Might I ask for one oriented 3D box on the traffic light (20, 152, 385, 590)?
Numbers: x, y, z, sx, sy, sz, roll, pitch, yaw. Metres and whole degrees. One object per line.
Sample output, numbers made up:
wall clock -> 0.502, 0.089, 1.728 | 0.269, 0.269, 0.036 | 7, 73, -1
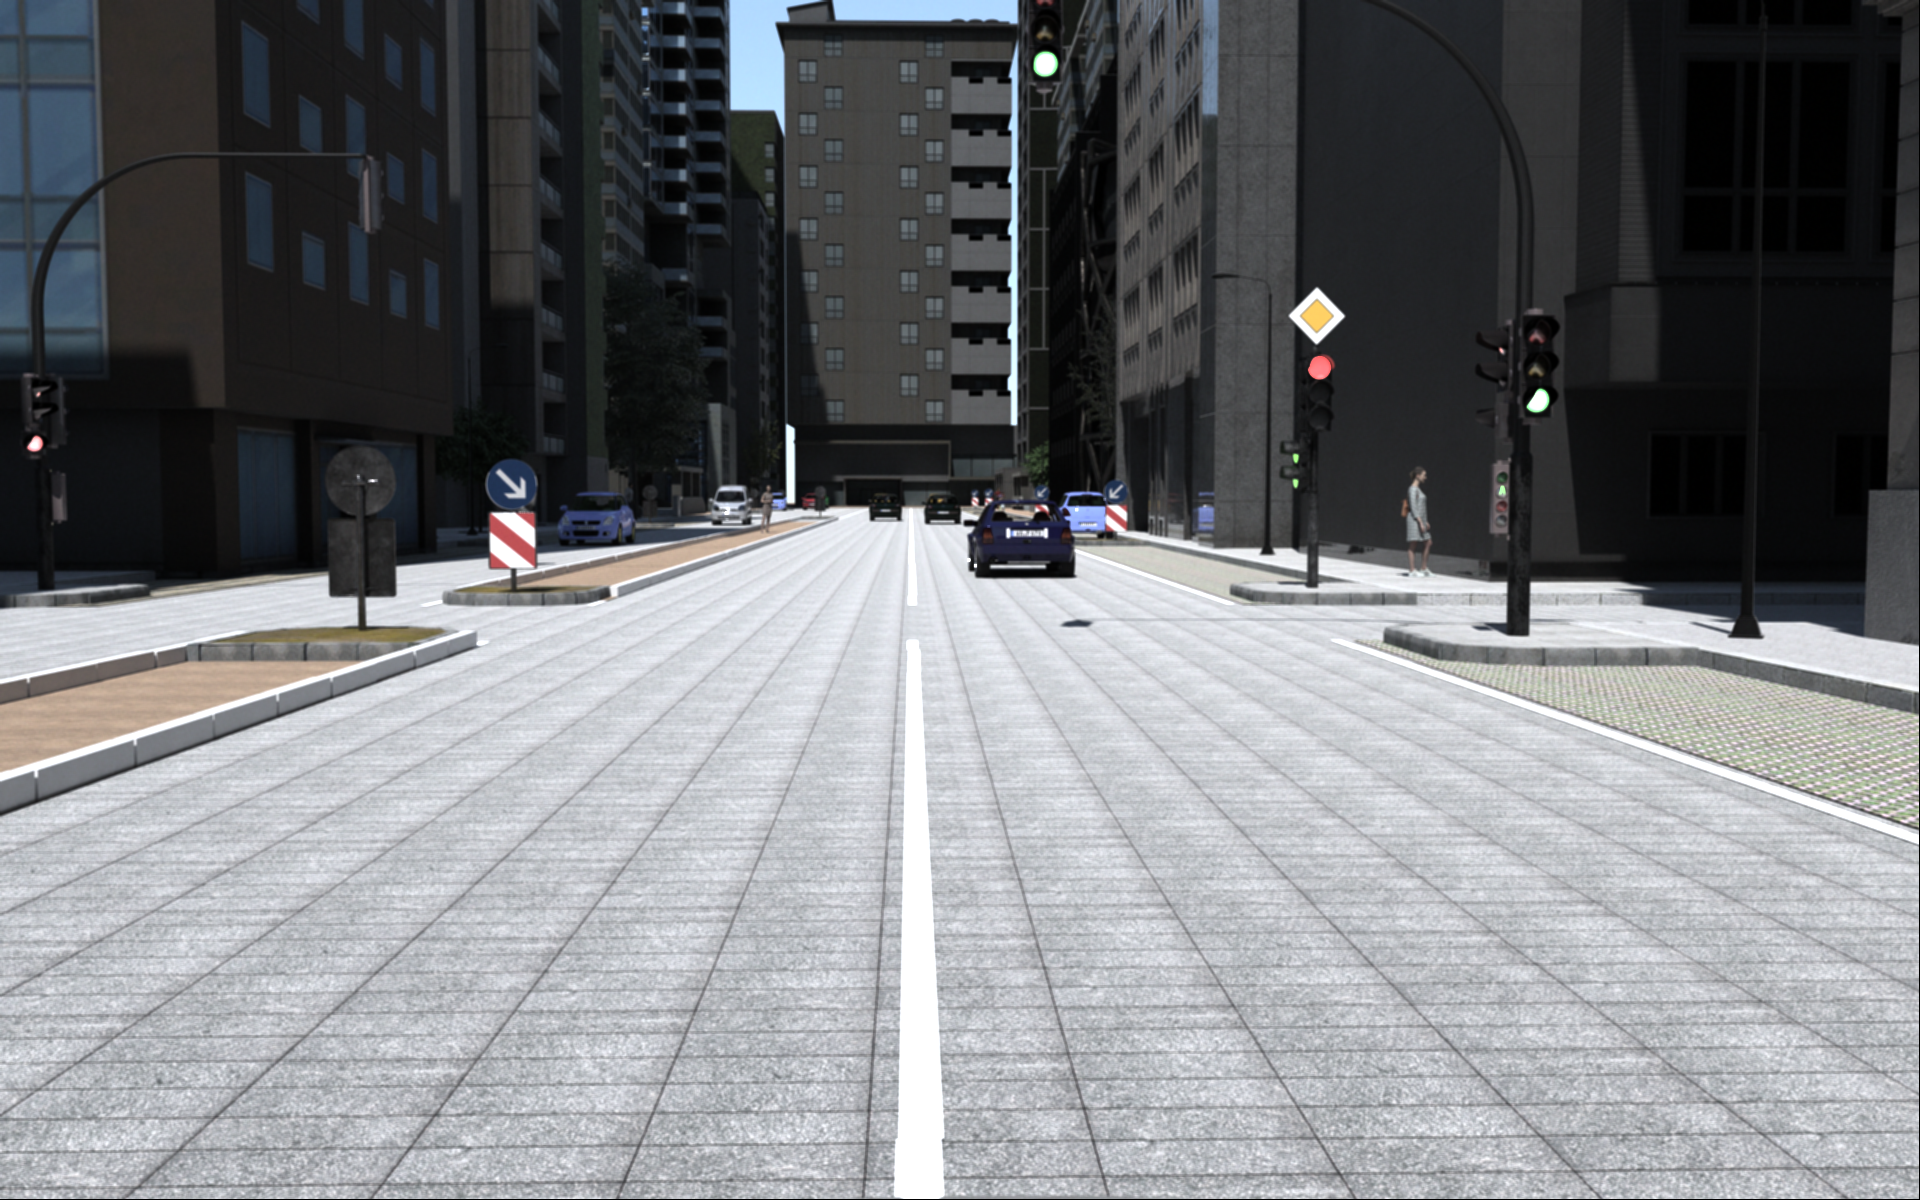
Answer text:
traffic light -> -10.154, -2.969, 23.210 | 4.771, 5.953, 1.251 | 0, 4, -2

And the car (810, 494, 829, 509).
car -> -14.005, -10.021, 172.641 | 1.959, 1.807, 4.718 | 0, 4, -3

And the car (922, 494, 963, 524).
car -> -0.849, -4.529, 83.843 | 2.009, 1.686, 4.222 | 0, 4, -2

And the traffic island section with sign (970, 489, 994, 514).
traffic island section with sign -> 1.963, -7.145, 125.443 | 1.989, 1.847, 2.006 | 0, 4, -2

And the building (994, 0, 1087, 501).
building -> 13.997, -44.268, 162.037 | 20.563, 71.187, 20.611 | 0, 4, -2

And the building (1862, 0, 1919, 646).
building -> 14.608, -13.229, 3.685 | 14.401, 28.519, 23.554 | 0, 4, -2

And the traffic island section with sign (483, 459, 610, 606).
traffic island section with sign -> -5.819, -0.914, 23.088 | 2.006, 1.907, 1.989 | 0, 4, -2

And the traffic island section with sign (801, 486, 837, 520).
traffic island section with sign -> -7.964, -5.508, 98.196 | 2.006, 1.907, 1.989 | 0, 4, -2

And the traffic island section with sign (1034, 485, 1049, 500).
traffic island section with sign -> 3.393, -4.076, 75.263 | 1.989, 1.847, 2.006 | 0, 4, -2

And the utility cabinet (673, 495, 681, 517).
utility cabinet -> -15.881, -5.251, 97.017 | 0.306, 1.237, 1.020 | 0, 4, 0

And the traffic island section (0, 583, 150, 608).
traffic island section -> -12.283, -0.059, 23.249 | 2.009, 0.180, 2.903 | 0, 4, -2

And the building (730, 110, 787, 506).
building -> -26.280, -30.838, 187.797 | 14.086, 41.232, 14.154 | 0, 4, -2

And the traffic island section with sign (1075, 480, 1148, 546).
traffic island section with sign -> 4.158, -2.428, 48.319 | 1.989, 1.847, 2.006 | 0, 4, -2

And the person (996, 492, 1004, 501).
person -> 3.336, -8.236, 143.929 | 0.697, 1.427, 0.421 | 0, 4, 1

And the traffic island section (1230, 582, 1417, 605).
traffic island section -> 4.852, -0.089, 23.730 | 2.009, 0.180, 2.903 | 0, 4, -2

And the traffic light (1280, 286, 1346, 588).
traffic light -> 4.811, -2.122, 23.615 | 0.839, 4.253, 0.868 | 0, 4, -2

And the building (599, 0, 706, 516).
building -> -33.193, -25.530, 109.290 | 32.217, 40.220, 23.993 | 0, 4, -2

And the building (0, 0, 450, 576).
building -> -19.133, -23.482, 34.039 | 14.600, 45.320, 14.200 | 0, 4, -2

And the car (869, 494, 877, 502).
car -> -5.458, -6.865, 122.470 | 2.015, 1.641, 3.980 | 0, 4, -3

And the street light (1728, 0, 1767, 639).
street light -> 6.508, -2.618, 15.338 | 1.470, 5.913, 1.316 | 0, 4, -2

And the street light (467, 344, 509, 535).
street light -> -14.649, -4.968, 53.762 | 1.470, 5.913, 1.316 | 0, 4, -2

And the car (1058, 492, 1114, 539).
car -> 3.825, -2.735, 54.312 | 1.945, 1.707, 3.694 | 0, 4, -2

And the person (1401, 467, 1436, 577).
person -> 7.069, -1.206, 26.767 | 0.522, 1.701, 0.512 | 2, 4, 25

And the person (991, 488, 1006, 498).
person -> 3.329, -8.826, 150.292 | 1.348, 1.831, 0.705 | -1, 4, -17

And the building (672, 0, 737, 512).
building -> -28.532, -50.330, 135.575 | 22.319, 86.520, 31.000 | 0, 4, -2

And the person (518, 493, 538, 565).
person -> -8.649, -1.588, 34.639 | 0.473, 1.802, 0.592 | 0, 3, 0

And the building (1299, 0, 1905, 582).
building -> 19.432, -14.466, 30.024 | 24.014, 27.812, 14.314 | 0, 4, -2

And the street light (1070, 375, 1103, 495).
street light -> 4.980, -5.812, 67.562 | 1.470, 5.913, 1.316 | 0, 4, -2

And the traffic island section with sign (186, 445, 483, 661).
traffic island section with sign -> -5.618, -0.462, 15.684 | 2.006, 1.907, 1.989 | 0, 4, -2

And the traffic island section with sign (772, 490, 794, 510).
traffic island section with sign -> -15.639, -8.789, 152.320 | 1.989, 1.847, 2.006 | 0, 4, -2

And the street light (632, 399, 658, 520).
street light -> -15.501, -6.885, 85.108 | 1.470, 5.913, 1.316 | 0, 4, -2

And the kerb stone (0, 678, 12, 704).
kerb stone -> -6.556, 0.651, 11.591 | 0.120, 0.150, 1.000 | 0, 4, -2

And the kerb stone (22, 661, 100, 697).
kerb stone -> -6.582, 0.587, 12.613 | 0.120, 0.150, 1.000 | 0, 4, -2

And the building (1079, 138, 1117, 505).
building -> 13.505, -12.677, 74.725 | 16.820, 18.784, 16.811 | 0, 4, -2

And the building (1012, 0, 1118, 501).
building -> 20.675, -27.463, 140.903 | 32.217, 40.220, 23.993 | 0, 4, -2

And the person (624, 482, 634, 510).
person -> -15.798, -4.683, 82.457 | 0.795, 1.843, 0.661 | 1, 4, 19

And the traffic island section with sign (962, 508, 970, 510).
traffic island section with sign -> 1.192, -8.815, 152.746 | 1.989, 1.847, 2.006 | 0, 4, -2

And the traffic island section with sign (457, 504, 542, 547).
traffic island section with sign -> -12.654, -2.399, 47.852 | 1.989, 1.847, 2.006 | 0, 4, -2

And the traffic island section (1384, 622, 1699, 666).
traffic island section -> 5.079, 0.400, 15.748 | 2.009, 0.180, 2.903 | 0, 4, -2

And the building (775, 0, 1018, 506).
building -> -5.686, -37.026, 194.616 | 27.495, 52.752, 28.713 | 0, 4, -2

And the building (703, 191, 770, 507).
building -> -25.634, -24.176, 166.975 | 14.107, 30.474, 14.160 | 0, 4, -2

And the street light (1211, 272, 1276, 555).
street light -> 5.969, -3.911, 36.480 | 1.470, 5.913, 1.316 | 0, 4, -2

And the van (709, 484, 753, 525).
van -> -10.685, -4.530, 81.073 | 2.013, 2.044, 4.112 | 0, 4, -3

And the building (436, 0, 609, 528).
building -> -22.586, -23.606, 69.550 | 14.154, 41.232, 14.086 | 0, 4, -2

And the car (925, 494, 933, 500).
car -> -2.258, -9.389, 163.735 | 2.015, 1.641, 3.980 | 0, 4, -2

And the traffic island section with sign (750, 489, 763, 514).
traffic island section with sign -> -14.863, -7.141, 125.376 | 1.989, 1.847, 2.006 | 0, 4, -2

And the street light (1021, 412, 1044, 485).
street light -> 4.142, -7.671, 97.968 | 1.470, 5.913, 1.316 | 0, 4, -2

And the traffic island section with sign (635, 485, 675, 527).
traffic island section with sign -> -13.430, -4.059, 74.991 | 1.989, 1.847, 2.006 | 0, 4, -2

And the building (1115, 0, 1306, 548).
building -> 11.718, -14.204, 50.262 | 12.078, 24.808, 19.932 | 0, 4, -2

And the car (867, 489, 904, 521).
car -> -4.018, -5.134, 93.722 | 2.009, 1.686, 4.222 | 0, 4, -2

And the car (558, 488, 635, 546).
car -> -10.331, -2.431, 49.330 | 1.945, 1.707, 3.694 | 0, 4, -2

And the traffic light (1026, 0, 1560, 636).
traffic light -> 2.950, -2.493, 15.432 | 4.771, 5.953, 1.251 | 0, 4, -2

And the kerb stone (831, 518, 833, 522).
kerb stone -> -6.599, -3.964, 87.002 | 0.120, 0.150, 1.000 | 0, 4, -2

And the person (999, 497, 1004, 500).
person -> 1.631, -3.273, 66.260 | 0.590, 1.304, 0.306 | -3, 4, -36

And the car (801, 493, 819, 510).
car -> -13.347, -9.097, 157.779 | 2.155, 1.783, 4.494 | 0, 4, -2

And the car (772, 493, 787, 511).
car -> -15.688, -8.446, 147.675 | 1.945, 1.707, 3.694 | 0, 4, -3

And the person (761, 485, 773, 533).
person -> -7.051, -3.338, 63.423 | 0.599, 1.781, 0.374 | -2, 4, -34

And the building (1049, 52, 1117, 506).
building -> 11.463, -15.993, 91.158 | 12.332, 23.373, 15.834 | 0, 4, -2

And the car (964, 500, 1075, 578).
car -> 1.058, -1.131, 31.077 | 1.945, 1.354, 3.894 | 0, 4, -2
